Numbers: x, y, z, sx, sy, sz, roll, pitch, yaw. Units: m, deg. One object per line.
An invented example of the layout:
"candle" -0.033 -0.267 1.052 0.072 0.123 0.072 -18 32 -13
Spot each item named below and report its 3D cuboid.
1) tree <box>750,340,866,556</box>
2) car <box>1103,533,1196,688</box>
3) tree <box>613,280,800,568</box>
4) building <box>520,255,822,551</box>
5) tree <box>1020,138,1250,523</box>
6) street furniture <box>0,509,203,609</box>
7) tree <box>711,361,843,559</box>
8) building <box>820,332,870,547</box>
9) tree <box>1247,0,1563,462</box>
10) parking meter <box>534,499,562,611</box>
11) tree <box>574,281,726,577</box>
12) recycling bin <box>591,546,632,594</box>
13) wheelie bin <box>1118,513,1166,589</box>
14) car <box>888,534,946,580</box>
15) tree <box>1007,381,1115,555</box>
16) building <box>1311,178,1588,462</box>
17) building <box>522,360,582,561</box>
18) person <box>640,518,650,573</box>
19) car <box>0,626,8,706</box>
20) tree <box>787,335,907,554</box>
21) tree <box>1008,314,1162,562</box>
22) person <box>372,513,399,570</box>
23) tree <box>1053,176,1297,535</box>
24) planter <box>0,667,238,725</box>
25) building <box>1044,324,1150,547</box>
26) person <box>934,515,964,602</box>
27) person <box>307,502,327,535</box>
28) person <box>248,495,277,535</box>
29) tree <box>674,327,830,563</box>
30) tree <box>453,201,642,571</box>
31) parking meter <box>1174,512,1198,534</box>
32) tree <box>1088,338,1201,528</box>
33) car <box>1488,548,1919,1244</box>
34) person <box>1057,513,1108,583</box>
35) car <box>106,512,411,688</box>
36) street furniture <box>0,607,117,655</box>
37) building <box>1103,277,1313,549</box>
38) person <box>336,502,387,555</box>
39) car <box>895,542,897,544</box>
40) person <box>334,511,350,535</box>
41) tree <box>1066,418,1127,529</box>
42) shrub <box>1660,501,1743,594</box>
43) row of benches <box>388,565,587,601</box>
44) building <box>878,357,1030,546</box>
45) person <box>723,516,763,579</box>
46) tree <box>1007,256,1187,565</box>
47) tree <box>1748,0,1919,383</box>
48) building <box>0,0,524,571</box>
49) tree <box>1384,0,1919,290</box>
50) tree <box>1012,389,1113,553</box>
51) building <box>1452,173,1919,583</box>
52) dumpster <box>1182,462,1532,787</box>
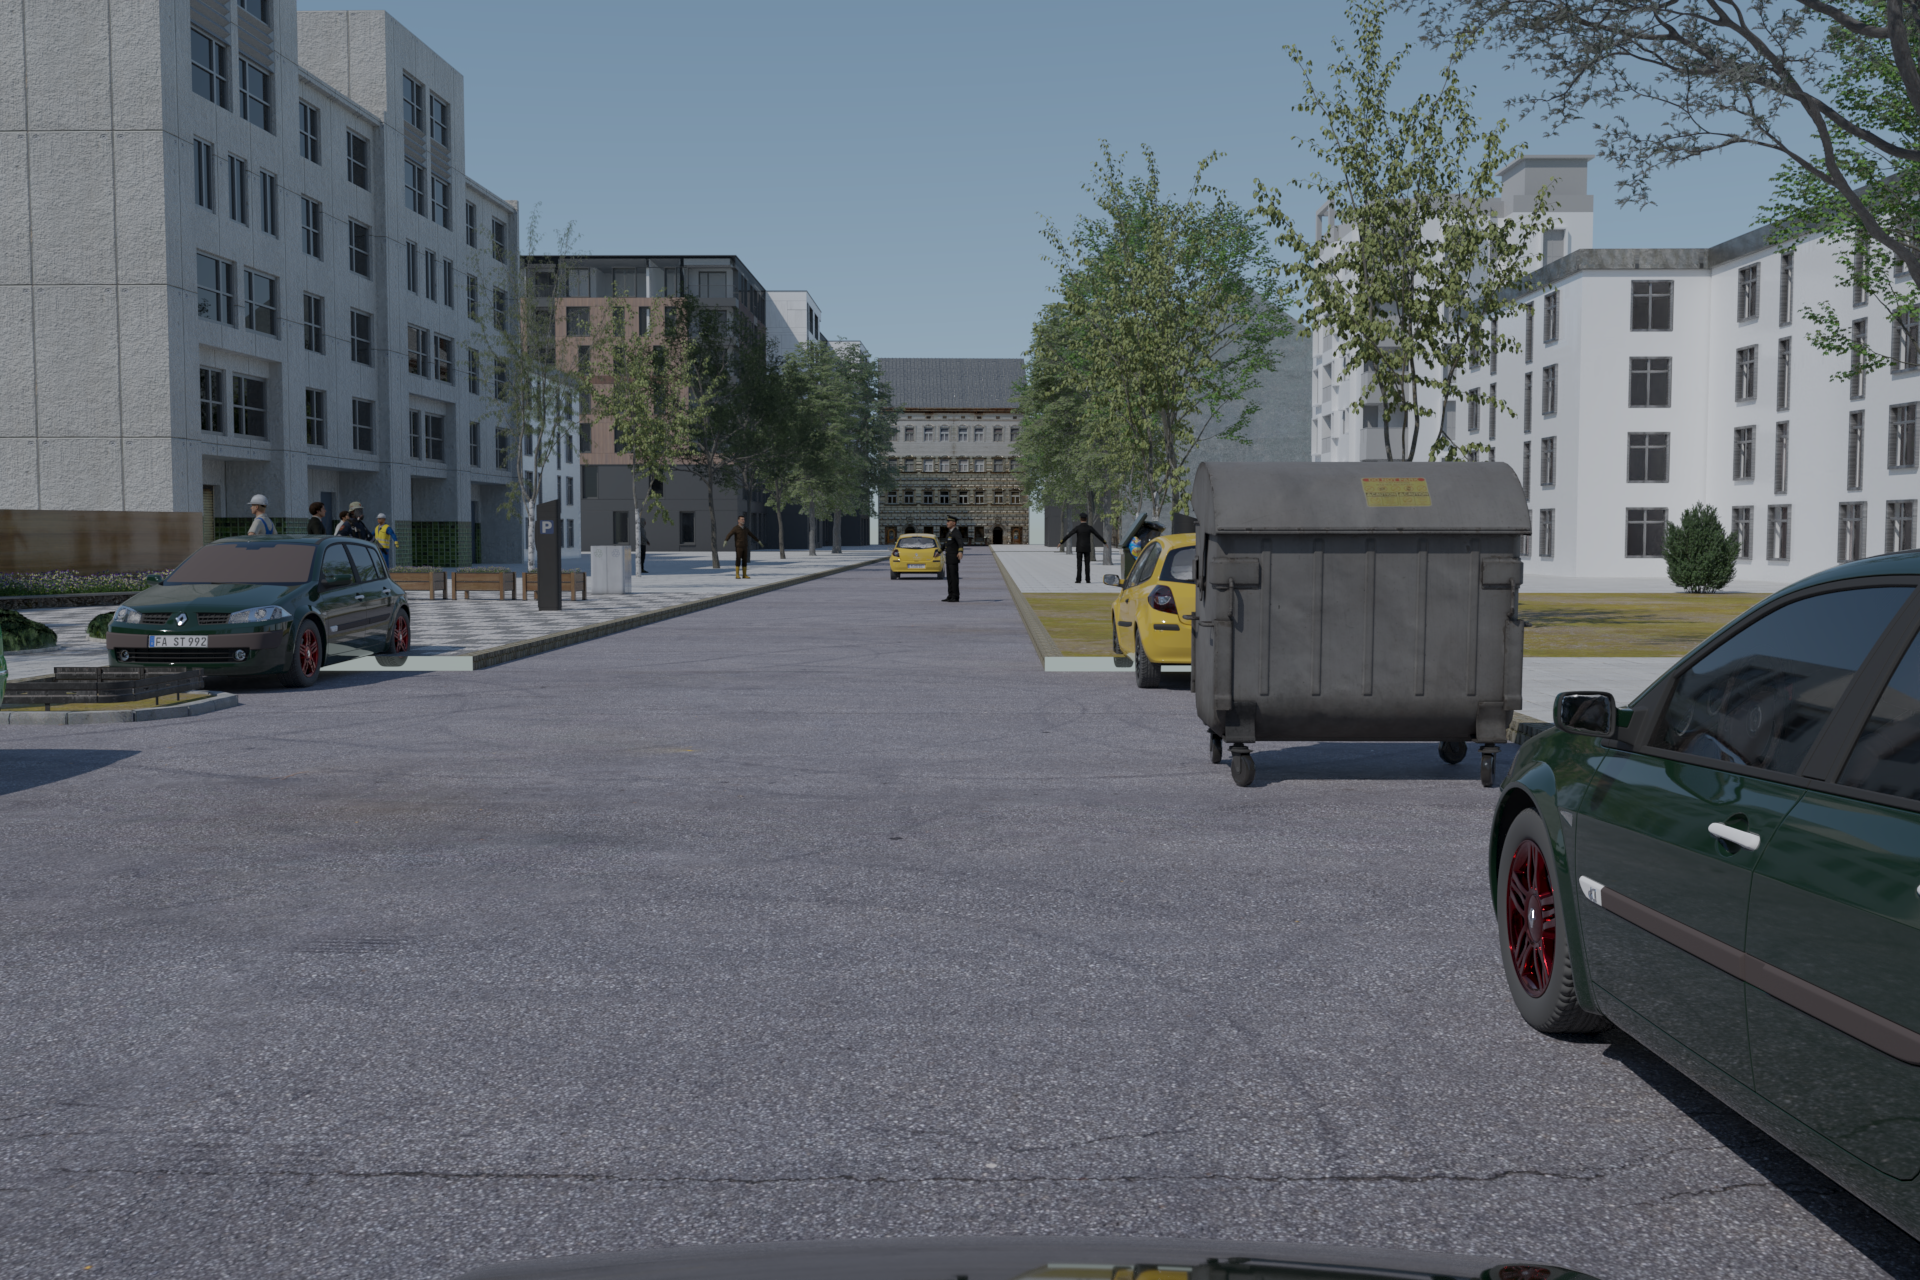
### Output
"tree" -9.058 -11.219 101.559 7.486 12.596 7.792 0 3 0
"car" 2.495 -0.446 17.514 2.015 1.641 3.980 0 4 0
"tree" -9.440 -7.948 64.369 7.601 10.594 8.767 0 4 -2
"building" -26.775 -18.312 143.378 27.936 21.610 32.646 0 4 0
"tree" 3.477 -4.984 31.847 4.737 8.622 4.395 0 3 0
"street furniture" -18.032 -1.529 31.856 11.010 1.723 9.812 1 4 22
"tree" -9.419 -9.436 88.694 7.601 10.594 8.767 1 4 12
"building" -24.498 -20.614 181.010 27.936 21.610 32.646 0 4 1
"tree" 5.969 -4.461 23.292 4.737 8.622 4.395 0 3 0
"parking meter" -6.889 -1.423 28.972 0.399 1.863 0.255 0 4 0
"tree" -9.315 -6.166 51.183 4.737 8.622 4.395 0 3 0
"recycling bin" -7.469 -1.502 37.104 0.722 1.027 0.722 0 4 2
"wheelie bin" 2.702 -1.084 25.635 0.693 1.594 0.980 0 4 -1
"car" -1.336 -2.779 55.660 2.015 1.641 3.980 0 4 0
"tree" 6.480 -11.584 107.525 7.486 12.596 7.792 0 3 0
"building" 25.393 -14.819 98.714 16.016 20.090 11.380 0 4 1
"building" -25.014 -9.286 93.966 9.099 9.664 28.070 0 4 0
"person" -10.462 -3.122 57.174 0.705 1.813 1.348 -1 4 -20
"car" -6.747 0.010 8.633 1.959 1.807 4.718 0 4 1
"tree" -8.049 -12.626 113.087 9.857 13.997 8.962 0 3 0
"tree" 6.093 -9.495 80.995 9.928 11.665 9.643 0 3 0
"person" -15.465 -2.467 46.305 1.349 1.833 0.705 2 4 28
"tree" 6.279 -7.671 51.181 9.928 11.665 9.643 0 3 0
"planter" -7.032 0.436 14.004 1.991 0.319 1.994 0 4 0
"building" 22.874 -20.850 184.878 27.936 21.610 32.646 0 4 1
"person" -0.184 -1.721 36.526 0.705 1.837 1.347 -2 4 -23
"person" -10.464 -1.354 28.327 0.705 1.806 1.347 -2 4 -26
"person" -10.073 -1.164 24.892 0.705 1.847 1.347 0 4 3
"tree" -9.208 -8.741 77.324 7.601 10.594 8.767 -2 4 -34
"tree" -9.902 -5.424 39.053 4.360 8.622 3.978 0 3 0
"parking meter" 2.661 -0.714 20.089 0.372 1.533 0.369 0 3 0
"tree" 6.368 -6.788 61.340 4.737 8.622 4.395 0 3 0
"car" 2.474 0.368 3.770 2.009 1.686 4.222 0 4 1
"person" 3.207 -2.393 45.056 1.347 1.837 0.705 0 4 -4
"car" -6.905 -0.465 17.391 2.009 1.686 4.222 0 4 1
"street furniture" -13.309 -0.298 20.501 10.072 0.657 5.734 0 4 2
"building" 22.979 -19.878 155.934 19.493 23.208 18.063 0 4 0
"person" -10.788 -1.544 31.023 0.705 1.856 1.354 1 4 20
"car" -2.083 -4.458 84.684 2.131 1.459 4.920 0 4 1
"person" -13.851 -2.014 39.121 0.705 1.806 1.347 0 4 5
"tree" 7.077 -8.595 90.892 4.737 8.622 4.395 0 3 0
"shrub" 16.004 -2.018 37.410 1.690 2.028 1.600 0 3 0
"row of benches" -9.324 -1.112 33.651 4.104 0.672 1.422 1 4 9
"building" -1.118 -23.332 214.858 18.063 23.208 19.493 0 4 -2
"person" -6.245 -2.659 49.609 1.346 1.812 0.704 -3 5 -41
"tree" 5.649 -9.318 70.480 7.486 12.596 7.792 0 3 0
"tree" 16.613 -6.249 27.920 9.928 11.665 9.643 0 3 0
"building" -27.733 -11.783 59.107 16.747 18.905 31.486 0 4 2
"tree" 8.027 -6.310 13.535 12.009 13.543 11.850 0 3 0
"tree" 7.214 -11.864 119.726 9.928 11.665 9.643 0 3 0
"building" 22.732 -6.665 51.122 9.099 9.664 28.070 0 4 1
"dumpster" 2.306 -0.126 10.279 1.865 1.857 1.264 0 4 1
